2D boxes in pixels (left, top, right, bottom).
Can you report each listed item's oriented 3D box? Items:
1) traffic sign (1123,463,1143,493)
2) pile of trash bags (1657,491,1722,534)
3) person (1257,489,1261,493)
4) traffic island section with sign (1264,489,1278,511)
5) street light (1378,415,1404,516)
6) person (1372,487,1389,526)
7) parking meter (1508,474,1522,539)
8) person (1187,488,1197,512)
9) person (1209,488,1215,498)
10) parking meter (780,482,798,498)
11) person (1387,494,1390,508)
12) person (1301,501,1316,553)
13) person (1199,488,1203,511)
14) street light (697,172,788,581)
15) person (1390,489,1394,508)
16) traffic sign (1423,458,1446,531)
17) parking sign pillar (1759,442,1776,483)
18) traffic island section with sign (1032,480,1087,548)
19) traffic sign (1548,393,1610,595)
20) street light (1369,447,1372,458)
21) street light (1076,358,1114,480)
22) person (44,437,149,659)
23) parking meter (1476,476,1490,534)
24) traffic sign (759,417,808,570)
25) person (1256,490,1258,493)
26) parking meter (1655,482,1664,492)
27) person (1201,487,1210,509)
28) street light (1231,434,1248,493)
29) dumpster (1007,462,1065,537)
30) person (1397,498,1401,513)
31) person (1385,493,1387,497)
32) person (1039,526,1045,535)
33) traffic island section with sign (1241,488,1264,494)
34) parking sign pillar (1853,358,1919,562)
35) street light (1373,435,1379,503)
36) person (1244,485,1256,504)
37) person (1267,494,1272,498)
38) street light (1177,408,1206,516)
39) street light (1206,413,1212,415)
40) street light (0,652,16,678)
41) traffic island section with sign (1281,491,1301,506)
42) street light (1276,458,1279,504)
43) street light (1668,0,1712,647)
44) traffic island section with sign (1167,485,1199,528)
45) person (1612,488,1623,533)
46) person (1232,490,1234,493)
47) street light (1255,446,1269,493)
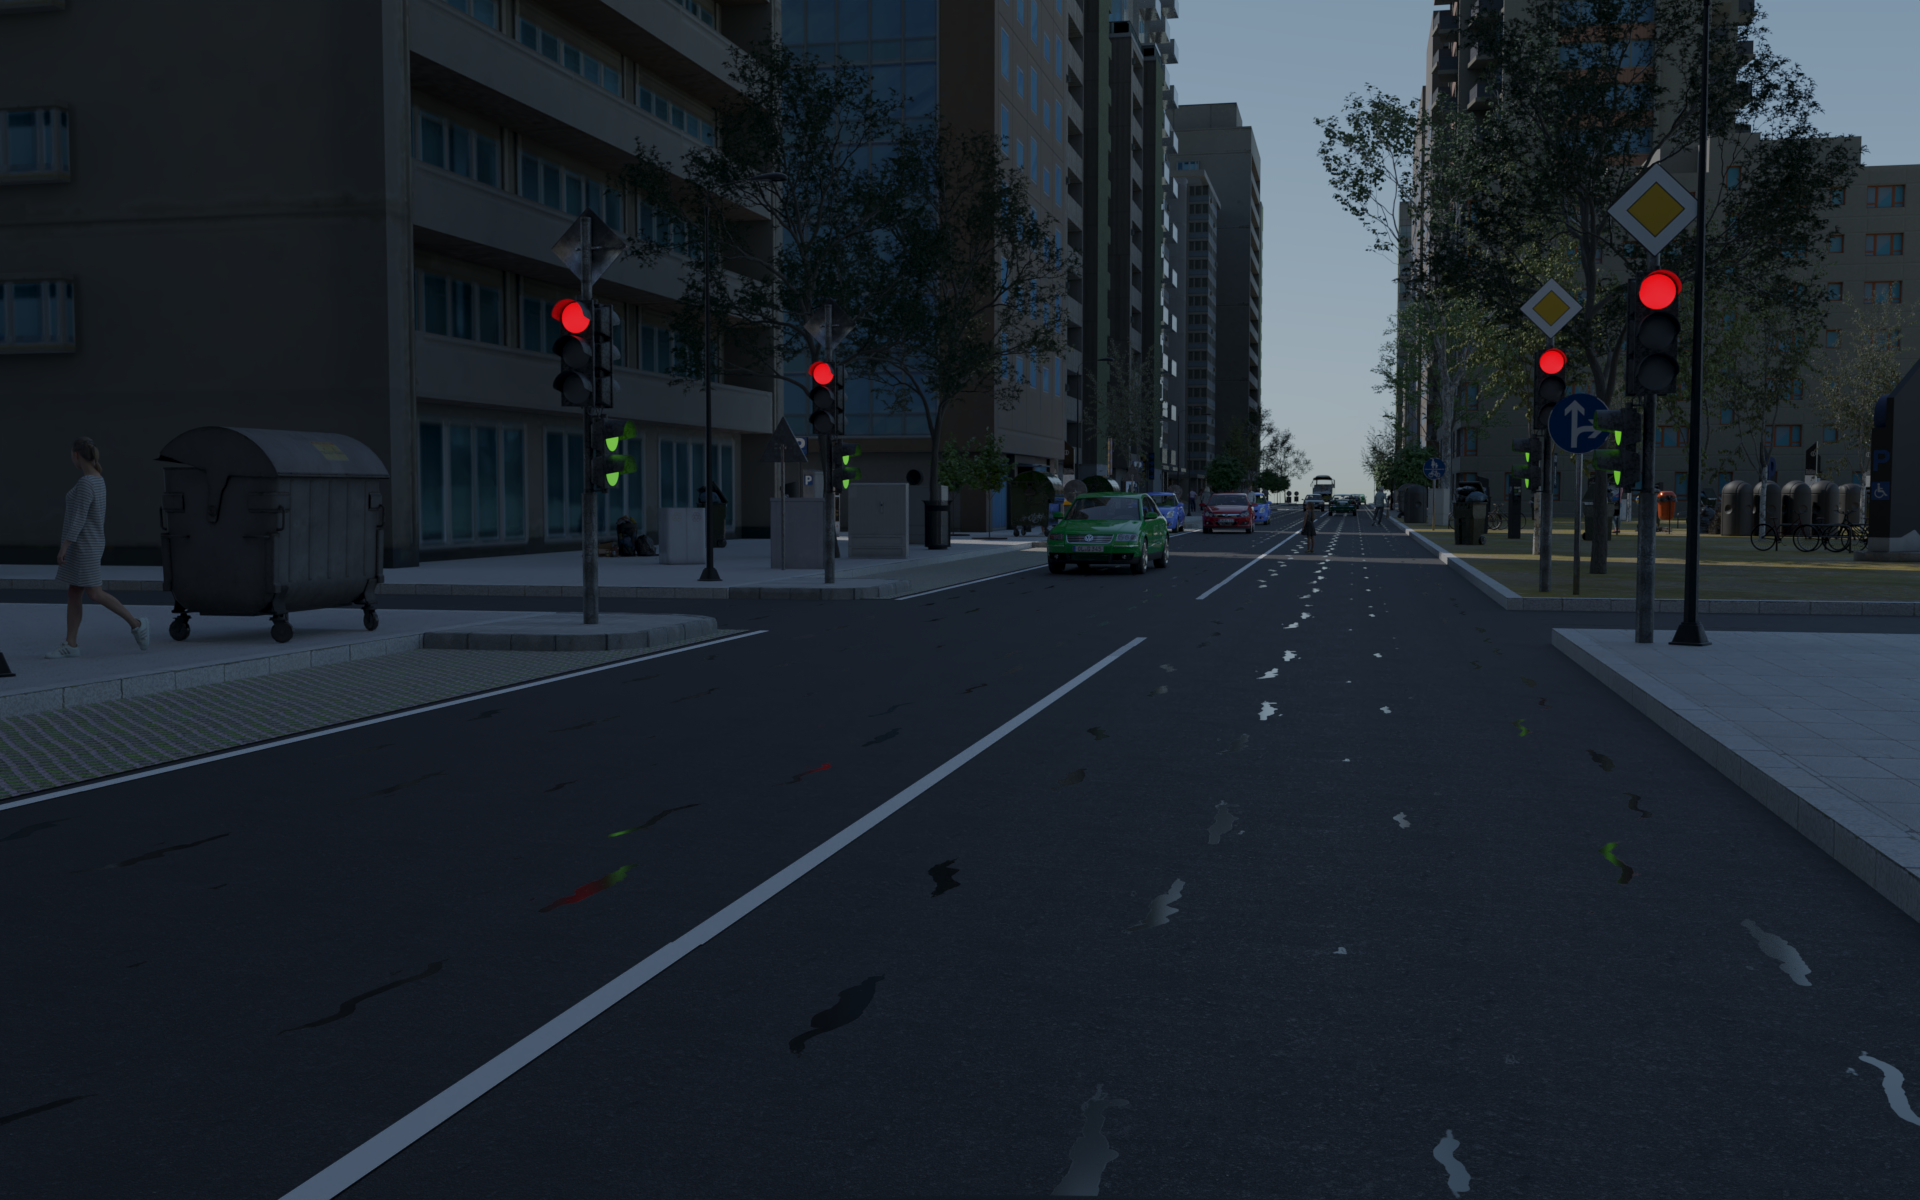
[{"bbox_3d":[7.282,-4.475,73.169,0.884,2.594,0.081,1,4,22],"label":"traffic sign"},{"bbox_3d":[23.996,-2.792,55.400,3.447,1.369,1.912,0,4,-1],"label":"pile of trash bags"},{"bbox_3d":[32.935,-11.285,190.686,1.348,1.807,0.705,-2,4,-26],"label":"person"},{"bbox_3d":[26.101,-8.514,147.825,1.989,1.847,2.006,1,4,13],"label":"traffic island section with sign"},{"bbox_3d":[25.491,-7.904,101.768,1.470,5.913,1.316,1,4,13],"label":"street light"},{"bbox_3d":[19.004,-4.226,78.075,0.782,1.767,0.515,3,4,36],"label":"person"},{"bbox_3d":[15.927,-2.692,49.720,0.255,1.863,0.399,0,4,-4],"label":"parking meter"},{"bbox_3d":[16.804,-7.246,125.460,0.756,1.711,0.436,0,4,-1],"label":"person"},{"bbox_3d":[21.326,-8.656,147.573,1.348,1.824,0.705,0,4,7],"label":"person"},{"bbox_3d":[-3.473,-1.638,35.191,0.372,1.533,0.369,0,3,0],"label":"parking meter"},{"bbox_3d":[40.644,-9.438,163.543,0.628,1.438,0.799,1,4,20],"label":"person"},{"bbox_3d":[8.494,-1.779,42.258,0.362,1.253,0.373,-2,4,-34],"label":"person"},{"bbox_3d":[18.947,-7.848,135.073,0.721,1.743,1.217,2,4,26],"label":"person"},{"bbox_3d":[-3.170,-3.226,25.291,1.470,5.913,1.316,1,4,13],"label":"street light"},{"bbox_3d":[37.038,-8.634,147.991,0.721,1.735,1.217,1,4,21],"label":"person"},{"bbox_3d":[16.664,-3.717,60.880,0.768,2.556,0.104,1,4,16],"label":"traffic sign"},{"bbox_3d":[42.254,-6.249,90.643,1.447,3.967,1.447,3,5,43],"label":"parking sign pillar"},{"bbox_3d":[3.087,-2.330,46.718,1.989,1.847,2.006,1,4,13],"label":"traffic island section with sign"},{"bbox_3d":[7.853,-1.339,21.993,0.768,2.556,0.104,1,4,22],"label":"traffic sign"},{"bbox_3d":[41.112,-12.105,170.458,1.470,5.913,1.316,1,4,13],"label":"street light"},{"bbox_3d":[4.555,-5.301,59.210,1.470,5.913,1.316,1,4,13],"label":"street light"},{"bbox_3d":[-6.854,-0.422,13.697,0.466,1.731,0.760,3,5,41],"label":"person"},{"bbox_3d":[16.843,-3.065,55.831,0.399,1.863,0.255,0,4,2],"label":"parking meter"},{"bbox_3d":[-2.975,-1.780,29.100,0.884,2.594,0.081,1,4,19],"label":"traffic sign"},{"bbox_3d":[35.178,-12.178,205.165,1.348,1.822,0.705,-1,4,-12],"label":"person"},{"bbox_3d":[34.470,-4.877,85.446,0.255,1.863,0.399,-1,4,-13],"label":"parking meter"},{"bbox_3d":[12.055,-4.674,85.109,0.537,1.800,0.526,-1,4,-19],"label":"person"},{"bbox_3d":[21.552,-9.872,133.946,1.470,5.913,1.316,1,4,13],"label":"street light"},{"bbox_3d":[2.295,-3.064,52.588,1.502,2.255,1.985,1,4,13],"label":"dumpster"},{"bbox_3d":[27.713,-6.057,108.296,0.599,1.433,0.991,-3,5,-41],"label":"person"},{"bbox_3d":[48.535,-11.542,197.944,0.628,1.438,0.799,1,4,22],"label":"person"},{"bbox_3d":[2.605,-2.693,54.758,0.332,1.250,0.352,2,4,33],"label":"person"},{"bbox_3d":[20.108,-6.906,121.542,1.989,1.847,2.006,1,4,13],"label":"traffic island section with sign"},{"bbox_3d":[17.952,-2.730,33.112,1.447,3.967,1.447,-2,4,-34],"label":"parking sign pillar"},{"bbox_3d":[33.356,-9.993,135.927,1.470,5.913,1.316,1,4,13],"label":"street light"},{"bbox_3d":[12.721,-4.151,76.473,0.679,1.850,0.850,0,4,7],"label":"person"},{"bbox_3d":[44.669,-14.966,251.560,1.217,1.723,0.721,2,4,30],"label":"person"},{"bbox_3d":[12.295,-7.383,93.256,1.470,5.913,1.316,1,4,13],"label":"street light"},{"bbox_3d":[13.744,-7.773,99.637,1.470,5.913,1.316,1,4,13],"label":"street light"},{"bbox_3d":[-6.300,-2.405,11.864,1.470,5.913,1.316,1,4,13],"label":"street light"},{"bbox_3d":[38.508,-11.847,202.331,1.989,1.847,2.006,1,4,13],"label":"traffic island section with sign"},{"bbox_3d":[32.314,-12.774,181.390,1.470,5.913,1.316,1,4,13],"label":"street light"},{"bbox_3d":[5.694,-2.578,14.699,1.470,5.913,1.316,1,4,13],"label":"street light"},{"bbox_3d":[9.062,-3.937,73.005,1.989,1.847,2.006,1,4,13],"label":"traffic island section with sign"},{"bbox_3d":[21.512,-3.098,56.701,0.388,1.821,0.555,0,4,5],"label":"person"},{"bbox_3d":[27.422,-10.258,174.211,0.568,1.767,0.683,0,4,-4],"label":"person"},{"bbox_3d":[29.242,-11.946,167.865,1.470,5.913,1.316,1,4,13],"label":"street light"}]
